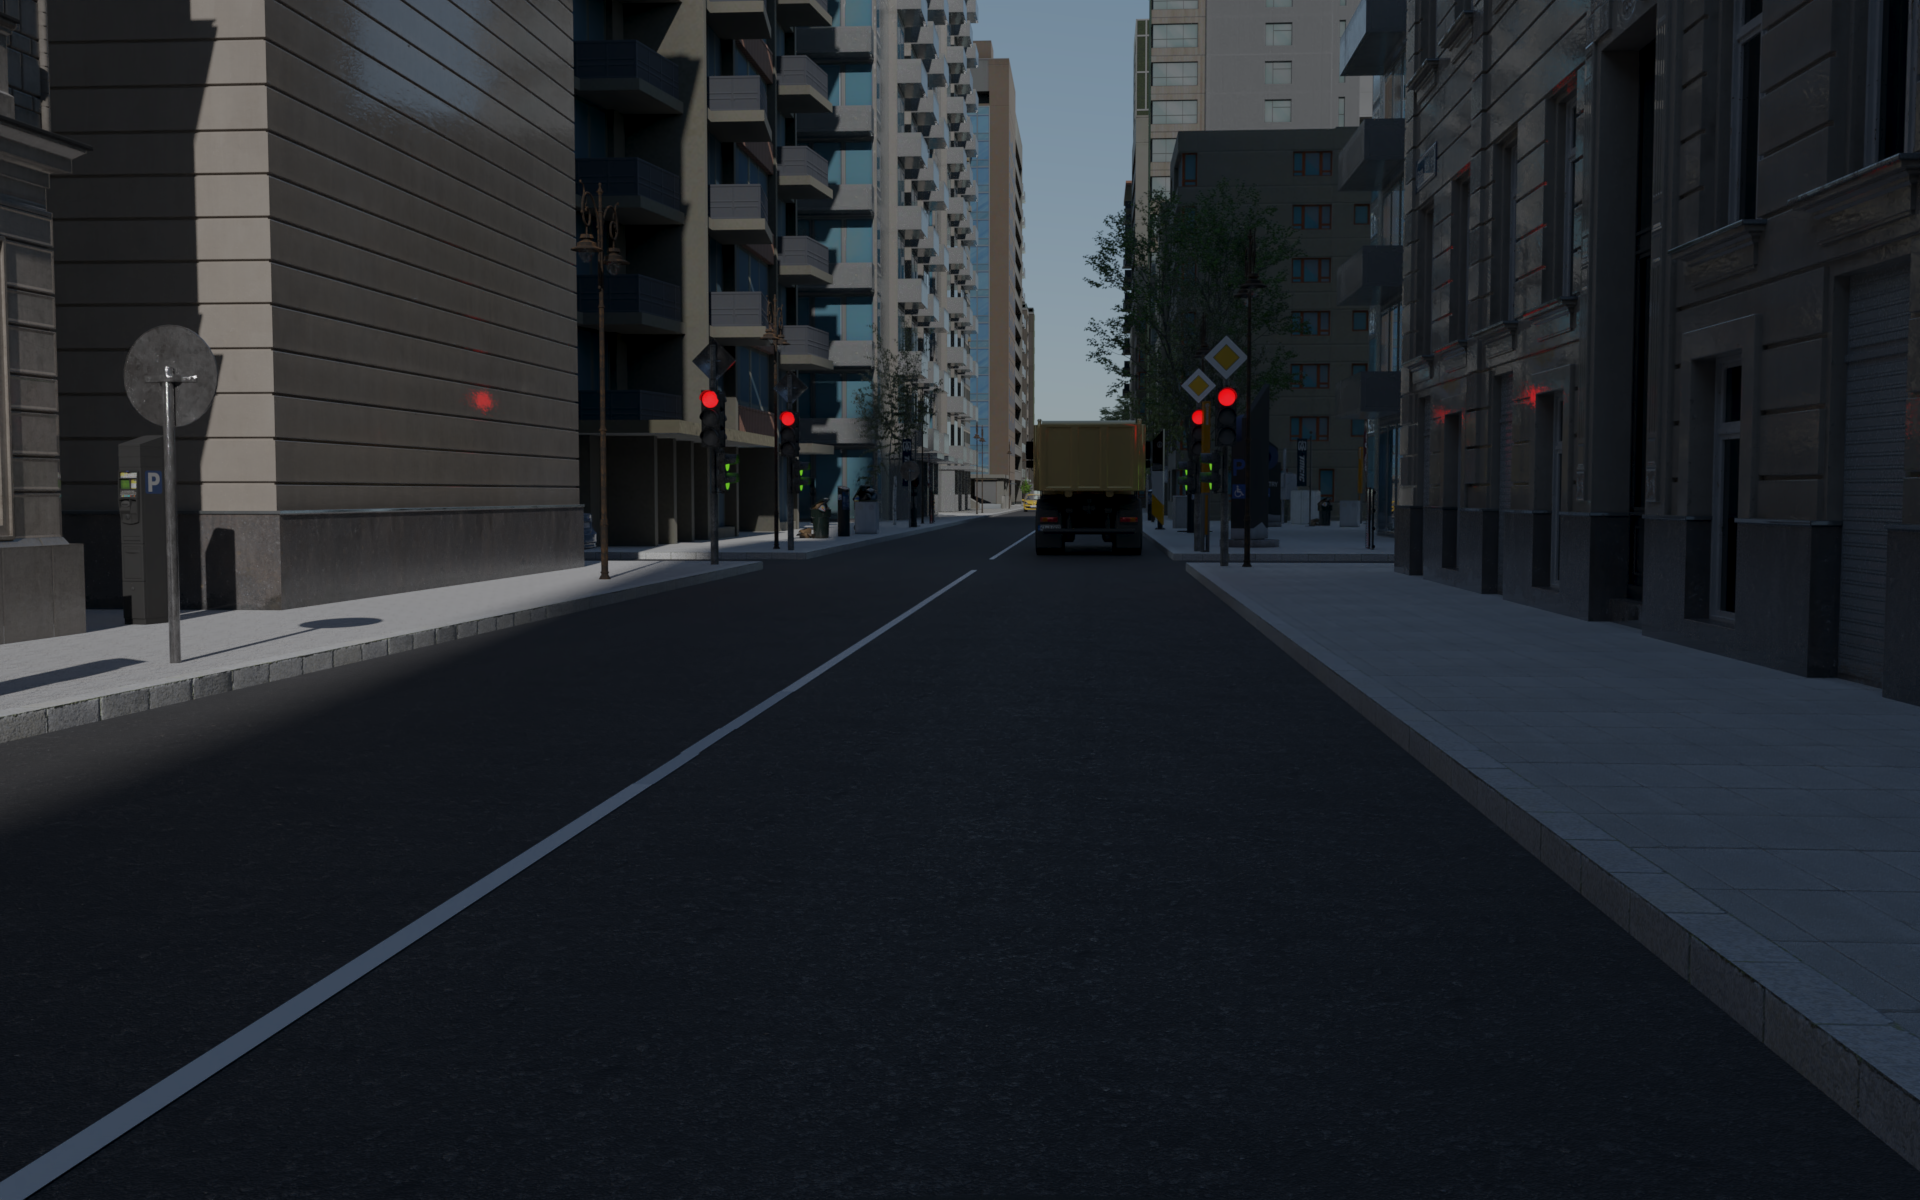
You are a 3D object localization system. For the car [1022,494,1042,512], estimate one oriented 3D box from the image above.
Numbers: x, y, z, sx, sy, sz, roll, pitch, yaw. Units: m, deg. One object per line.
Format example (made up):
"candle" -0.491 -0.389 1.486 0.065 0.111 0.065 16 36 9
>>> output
"car" 6.021 -7.913 139.603 2.015 1.641 3.980 0 4 5

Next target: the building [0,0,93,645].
"building" -13.451 -8.692 6.738 10.561 19.102 19.286 0 4 4

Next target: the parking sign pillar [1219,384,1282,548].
"parking sign pillar" 7.030 -3.271 41.959 1.447 3.967 1.447 2 4 34

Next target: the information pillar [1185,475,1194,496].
"information pillar" 8.790 -3.765 66.055 0.304 2.012 0.304 -2 4 -23

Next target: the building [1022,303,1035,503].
"building" 3.913 -29.780 258.596 14.160 30.474 14.107 0 4 4

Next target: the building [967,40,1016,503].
"building" -1.599 -32.166 176.026 14.600 45.320 14.200 0 4 4

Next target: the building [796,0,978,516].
"building" -10.228 -31.229 130.200 23.786 49.044 30.456 0 4 4

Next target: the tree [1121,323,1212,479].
"tree" 8.746 -7.578 74.269 4.737 8.622 4.395 0 3 0

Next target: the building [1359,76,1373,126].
"building" 29.682 -33.895 143.430 28.713 52.752 27.495 0 4 4

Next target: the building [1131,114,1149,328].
"building" 31.778 -35.933 211.214 21.300 48.544 21.600 0 4 4

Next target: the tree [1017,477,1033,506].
"tree" 7.281 -11.998 190.768 1.663 3.219 1.824 0 3 0

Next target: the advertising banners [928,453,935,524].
"advertising banners" -1.257 -4.827 75.116 0.090 3.025 2.074 0 4 7

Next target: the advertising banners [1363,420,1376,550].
"advertising banners" 9.595 -2.717 40.613 0.090 3.025 2.074 0 4 7

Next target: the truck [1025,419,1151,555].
"truck" 3.286 -2.959 44.297 3.469 3.379 9.791 0 4 4

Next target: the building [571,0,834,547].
"building" -16.092 -24.440 54.215 22.147 44.769 28.867 0 4 4

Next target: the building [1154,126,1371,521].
"building" 25.248 -15.356 96.102 27.650 21.520 28.899 0 4 4

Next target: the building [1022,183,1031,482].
"building" -2.486 -37.690 235.835 23.786 49.044 30.456 0 4 4

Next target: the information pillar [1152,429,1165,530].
"information pillar" 7.170 -4.355 62.557 0.504 3.616 0.183 3 5 40

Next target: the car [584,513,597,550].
"car" -9.905 -1.481 36.211 4.499 1.417 2.014 0 4 4

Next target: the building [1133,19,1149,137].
"building" 34.149 -50.282 260.366 20.563 71.187 20.611 0 4 4

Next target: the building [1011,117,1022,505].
"building" -3.543 -35.852 209.876 21.300 48.544 21.600 0 4 4

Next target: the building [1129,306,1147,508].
"building" 31.095 -20.046 172.783 27.650 21.520 28.899 0 4 4

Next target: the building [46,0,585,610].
"building" -19.119 -13.925 24.941 25.104 27.353 12.463 0 4 4

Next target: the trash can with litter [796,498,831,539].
"trash can with litter" -4.251 -2.367 50.092 1.055 1.170 0.624 2 4 25

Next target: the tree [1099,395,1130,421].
"tree" 18.397 -17.052 196.935 7.486 12.596 7.792 0 3 0

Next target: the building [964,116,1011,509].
"building" -11.757 -28.499 157.838 32.217 40.220 23.993 0 4 4

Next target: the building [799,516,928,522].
"building" -12.326 -28.862 91.498 23.786 49.044 30.456 0 4 4

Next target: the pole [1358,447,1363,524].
"pole" 17.284 -4.950 74.780 0.158 3.312 0.155 0 3 0

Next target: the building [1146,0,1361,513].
"building" 20.351 -26.881 123.098 14.154 41.232 14.086 0 4 4

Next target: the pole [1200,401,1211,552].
"pole" 5.410 -2.710 38.145 0.158 3.312 0.155 0 3 0

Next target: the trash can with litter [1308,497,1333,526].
"trash can with litter" 14.499 -3.574 69.827 0.624 1.170 1.055 -3 4 -38

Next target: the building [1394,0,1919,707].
"building" 11.876 -13.336 15.310 12.463 27.353 25.104 0 4 4

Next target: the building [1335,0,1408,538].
"building" 26.749 -26.370 50.765 30.456 49.044 23.786 0 4 4

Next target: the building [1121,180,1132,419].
"building" 33.268 -35.587 236.475 22.147 44.769 28.867 0 4 4
